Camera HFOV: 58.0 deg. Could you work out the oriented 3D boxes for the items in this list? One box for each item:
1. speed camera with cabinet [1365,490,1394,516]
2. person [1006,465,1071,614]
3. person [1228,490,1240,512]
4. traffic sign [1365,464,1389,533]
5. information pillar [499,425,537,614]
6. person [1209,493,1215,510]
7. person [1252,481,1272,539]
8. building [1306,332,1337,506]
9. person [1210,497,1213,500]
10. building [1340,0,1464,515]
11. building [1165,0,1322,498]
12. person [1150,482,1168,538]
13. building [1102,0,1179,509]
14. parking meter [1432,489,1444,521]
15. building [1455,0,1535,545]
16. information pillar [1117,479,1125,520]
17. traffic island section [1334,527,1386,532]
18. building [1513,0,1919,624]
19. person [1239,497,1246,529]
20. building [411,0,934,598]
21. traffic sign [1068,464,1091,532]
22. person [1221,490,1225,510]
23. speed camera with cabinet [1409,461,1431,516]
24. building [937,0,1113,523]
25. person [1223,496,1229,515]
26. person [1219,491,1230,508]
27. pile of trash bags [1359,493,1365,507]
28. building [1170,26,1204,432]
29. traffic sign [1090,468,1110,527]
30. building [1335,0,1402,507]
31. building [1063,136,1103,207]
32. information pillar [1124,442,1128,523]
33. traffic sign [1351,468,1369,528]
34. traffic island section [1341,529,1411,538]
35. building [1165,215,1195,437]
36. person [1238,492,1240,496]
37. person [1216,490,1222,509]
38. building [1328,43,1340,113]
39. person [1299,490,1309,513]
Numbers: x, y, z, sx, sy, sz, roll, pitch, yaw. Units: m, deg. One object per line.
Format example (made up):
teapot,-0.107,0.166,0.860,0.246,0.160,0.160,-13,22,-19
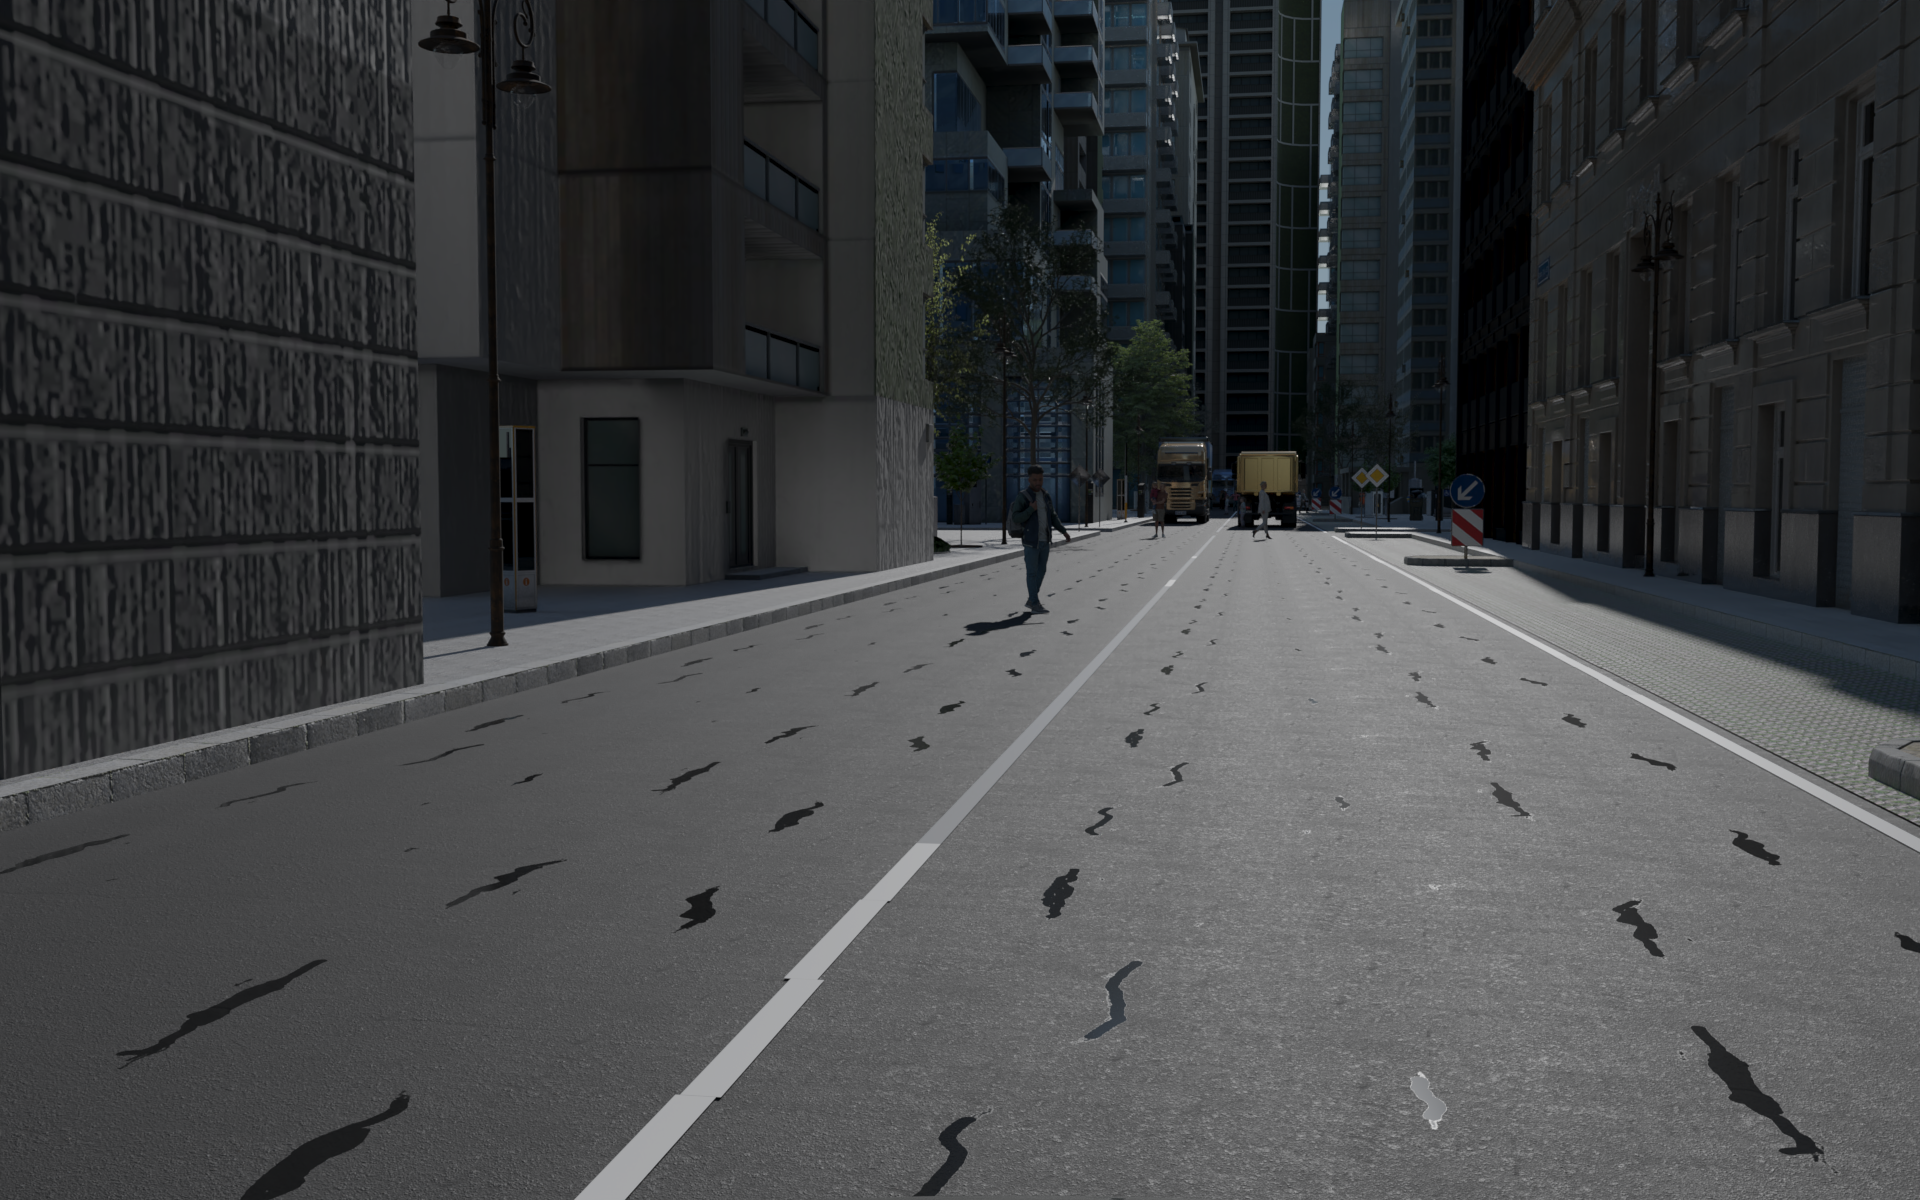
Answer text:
speed camera with cabinet,24.829,-6.611,102.426,2.038,3.252,0.660,-3,4,-38
person,0.908,-0.732,20.822,0.721,1.781,0.623,3,5,39
person,22.634,-8.136,142.237,1.217,1.743,0.721,0,4,4
traffic sign,13.758,-3.275,57.189,0.795,2.450,0.064,1,4,10
information pillar,-4.797,-0.871,18.728,0.304,2.012,0.304,2,4,35
person,22.811,-9.131,157.802,1.348,1.822,0.705,-3,5,-40
person,9.579,-2.848,54.940,0.818,1.842,0.514,-1,4,-17
building,54.059,-21.552,197.421,27.650,21.520,28.899,1,4,10
person,21.265,-8.499,148.240,0.721,1.735,1.217,3,5,44
building,41.721,-25.742,112.767,32.217,40.220,23.993,1,4,10
building,37.386,-48.490,231.056,20.611,71.187,20.563,1,4,10
person,6.534,-2.976,57.128,0.580,1.828,0.573,-1,4,-12
building,8.254,-32.900,157.521,23.786,49.044,30.456,1,4,10
parking meter,22.985,-4.563,83.018,0.372,1.533,0.369,0,3,0
building,20.999,-13.318,47.422,12.332,23.373,15.834,1,4,10
information pillar,8.089,-5.044,86.968,0.304,2.012,0.304,3,5,41
traffic island section,15.114,-2.621,65.136,2.009,0.180,2.903,1,4,10
building,16.840,-14.067,27.262,12.463,27.353,25.104,1,4,10
person,11.713,-3.616,71.899,0.394,1.301,0.425,-1,4,-17
building,-8.569,-20.980,26.621,14.154,41.232,14.086,1,4,10
traffic sign,4.054,-3.376,58.844,0.795,2.450,0.064,1,4,10
person,24.345,-9.280,160.366,0.705,1.807,1.348,0,4,1
speed camera with cabinet,27.798,-6.652,103.102,2.038,3.252,0.660,2,4,26
building,-2.567,-47.585,90.681,22.319,86.520,31.000,1,4,10
person,18.407,-6.540,119.705,0.394,1.301,0.425,0,4,6
person,24.817,-9.364,162.322,1.217,1.743,0.721,3,4,37
pile of trash bags,30.644,-7.690,135.486,3.447,1.369,1.912,-3,5,-42
building,14.282,-37.593,203.892,27.495,52.752,28.713,1,4,10
traffic sign,5.385,-3.858,66.718,0.795,2.450,0.064,1,4,10
building,38.815,-28.251,145.498,14.154,41.232,14.086,1,4,10
building,2.484,-21.454,122.469,14.160,30.474,14.107,1,4,10
information pillar,7.487,-5.307,78.125,0.183,3.616,0.504,0,4,3
traffic sign,15.089,-3.757,65.063,0.795,2.450,0.064,1,4,10
traffic island section,13.782,-2.140,57.262,2.009,0.180,2.903,1,4,10
building,16.848,-24.923,179.195,14.160,30.474,14.107,1,4,10
person,24.088,-8.531,148.702,0.721,1.735,1.217,1,4,9
person,25.268,-9.727,167.544,0.705,1.823,1.348,-3,5,-42
building,47.129,-33.523,167.707,23.786,49.044,30.456,1,4,10
person,26.123,-7.495,131.448,0.834,1.777,0.661,2,4,27
